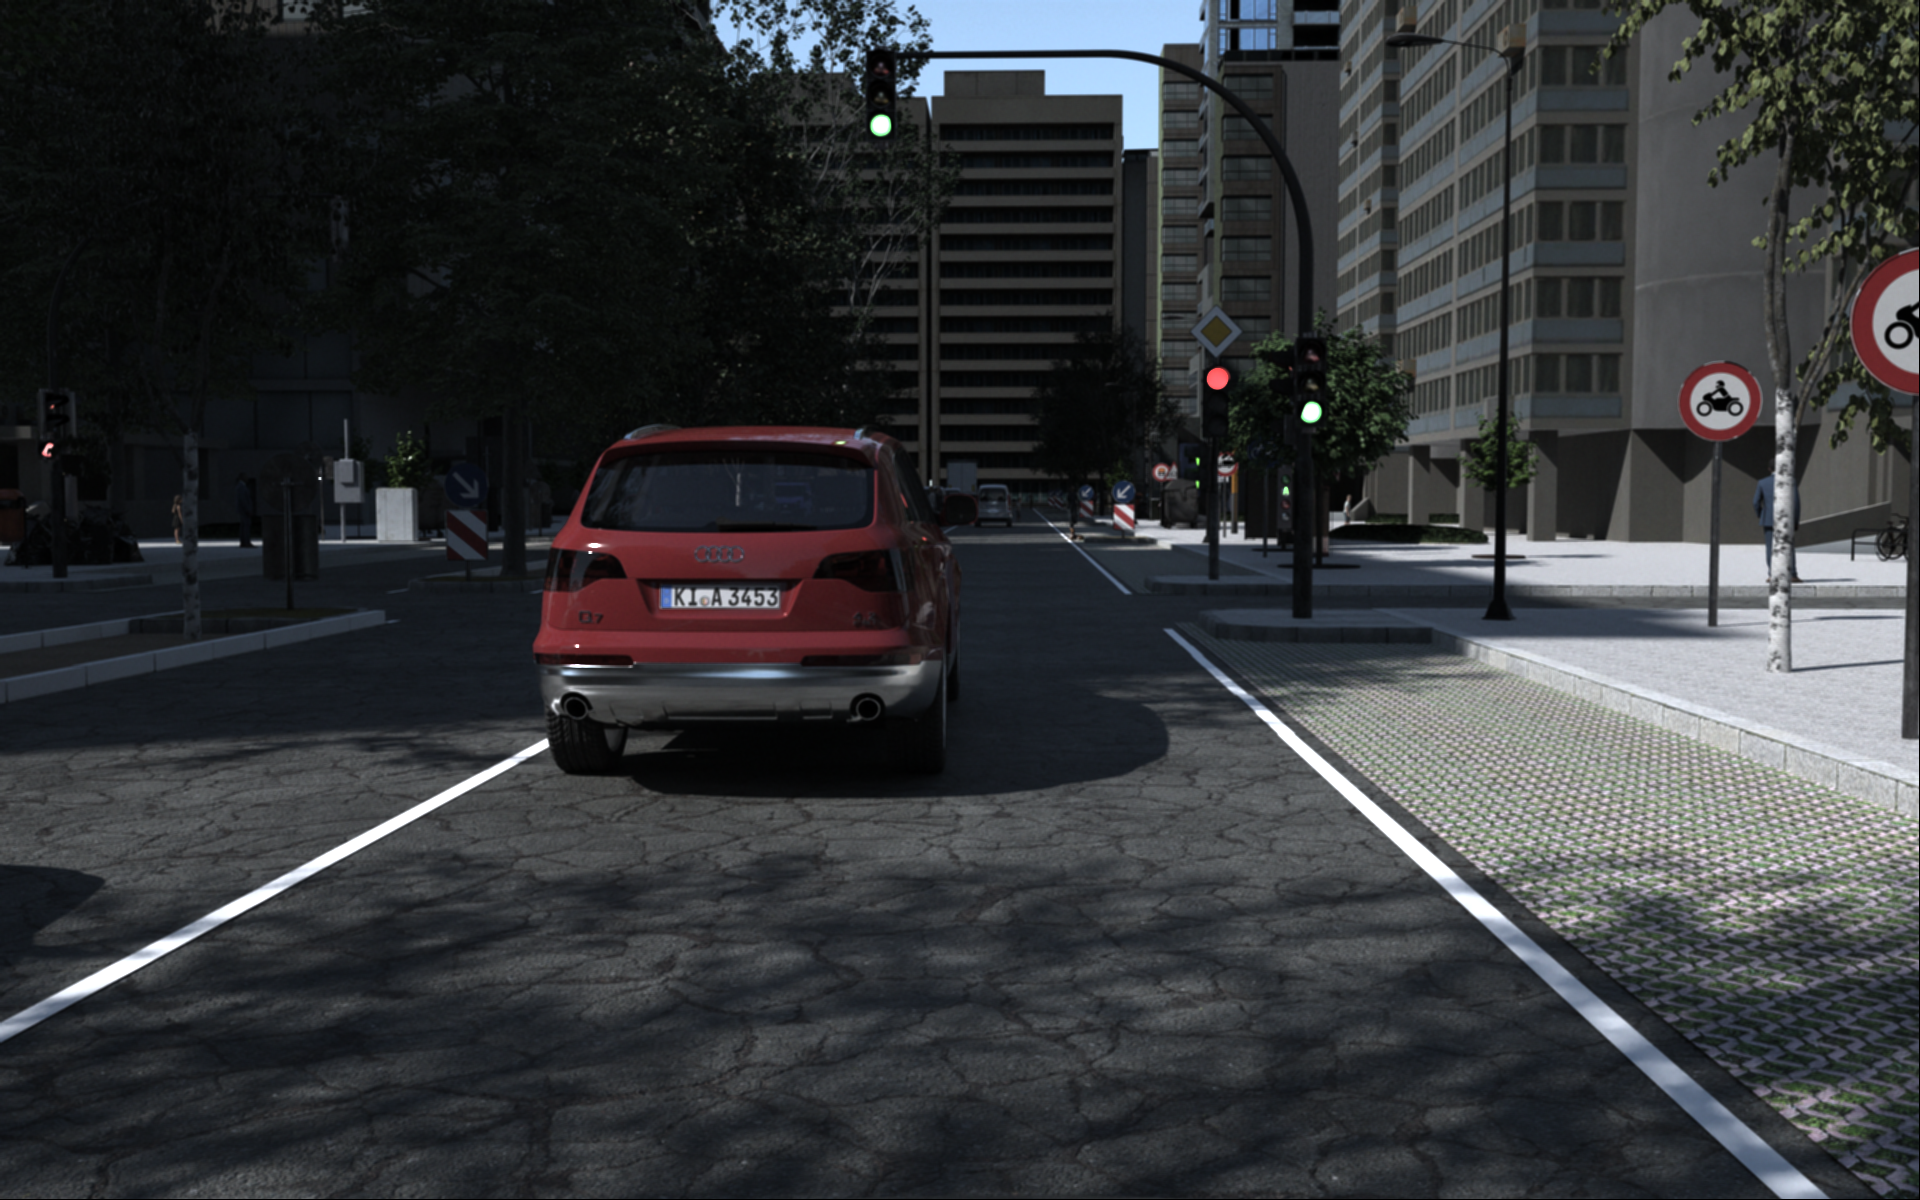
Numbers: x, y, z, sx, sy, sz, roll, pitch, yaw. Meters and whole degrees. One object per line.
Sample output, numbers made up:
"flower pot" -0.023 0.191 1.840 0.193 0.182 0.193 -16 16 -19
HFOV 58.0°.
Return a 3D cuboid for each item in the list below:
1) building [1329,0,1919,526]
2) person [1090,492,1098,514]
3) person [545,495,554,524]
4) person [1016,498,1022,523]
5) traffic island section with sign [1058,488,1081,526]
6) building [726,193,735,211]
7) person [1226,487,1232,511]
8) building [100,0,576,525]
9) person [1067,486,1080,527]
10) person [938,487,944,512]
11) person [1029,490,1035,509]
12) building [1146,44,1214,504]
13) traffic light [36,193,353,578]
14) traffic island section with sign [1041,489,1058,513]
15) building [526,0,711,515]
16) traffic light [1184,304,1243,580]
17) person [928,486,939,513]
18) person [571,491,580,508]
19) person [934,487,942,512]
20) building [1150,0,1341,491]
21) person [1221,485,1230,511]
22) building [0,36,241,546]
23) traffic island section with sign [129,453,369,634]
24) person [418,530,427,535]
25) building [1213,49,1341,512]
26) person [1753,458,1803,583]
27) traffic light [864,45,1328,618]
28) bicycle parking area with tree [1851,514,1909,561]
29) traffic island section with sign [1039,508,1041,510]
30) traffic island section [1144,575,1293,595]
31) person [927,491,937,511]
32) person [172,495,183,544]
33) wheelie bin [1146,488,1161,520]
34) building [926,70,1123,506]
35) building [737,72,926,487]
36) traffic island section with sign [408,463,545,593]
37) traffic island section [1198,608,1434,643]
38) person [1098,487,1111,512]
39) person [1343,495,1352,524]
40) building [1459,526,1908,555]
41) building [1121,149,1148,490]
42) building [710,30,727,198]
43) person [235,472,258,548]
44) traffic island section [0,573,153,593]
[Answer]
"building" 32.642 -24.209 87.703 32.217 40.220 23.993 0 4 2
"person" 8.531 -6.147 109.778 0.421 1.427 0.697 -1 4 -17
"person" -17.530 -3.887 73.873 0.475 1.303 0.640 1 4 10
"person" 2.941 -4.466 86.199 0.332 1.250 0.352 -2 4 -32
"traffic island section with sign" 5.530 -4.231 77.801 1.989 1.847 2.006 0 4 2
"building" -39.849 -35.839 205.568 30.456 49.044 23.786 0 4 2
"person" 16.282 -6.005 104.897 0.621 1.740 0.551 2 4 24
"building" -35.229 -30.151 82.208 28.713 52.752 27.495 0 4 2
"person" 4.917 -4.059 75.288 0.576 1.772 0.534 -1 4 -20
"person" -1.119 -5.176 93.231 0.767 1.812 0.694 3 5 45
"person" 6.794 -9.523 164.205 0.705 1.824 1.348 1 4 22
"building" 25.271 -29.203 161.070 14.154 41.232 14.086 0 4 2
"traffic light" -11.674 -3.162 26.370 4.771 5.953 1.251 0 4 2
"traffic island section with sign" 7.192 -7.321 128.319 1.989 1.847 2.006 0 4 2
"building" -31.784 -31.276 135.071 21.300 48.544 21.600 0 4 2
"traffic light" 3.785 -2.258 25.844 0.839 4.253 0.868 0 4 2
"person" -1.223 -4.062 75.260 0.624 1.780 0.694 2 4 34
"person" -21.805 -5.671 98.885 0.709 1.813 0.853 -3 4 -36
"person" -1.192 -4.642 84.811 0.534 1.772 0.576 1 4 18
"building" 27.683 -50.424 137.096 22.319 86.520 31.000 0 4 2
"person" 15.130 -5.659 98.910 0.623 1.781 0.721 2 4 27
"building" -39.429 -21.829 48.784 32.217 40.220 23.993 0 4 2
"traffic island section with sign" -7.448 -0.638 18.576 2.006 1.907 1.989 0 4 2
"person" -16.827 -2.920 54.046 0.793 1.790 0.793 -3 4 -37
"building" 23.855 -21.083 116.408 14.160 30.474 14.107 0 4 2
"person" 11.837 -1.149 25.016 0.721 1.800 0.419 1 4 18
"traffic light" 1.429 -2.637 17.791 4.771 5.953 1.251 0 4 2
"bicycle parking area with tree" 21.132 -2.689 30.969 8.231 4.147 9.016 0 4 4
"traffic island section with sign" 8.098 -8.997 155.735 1.989 1.847 2.006 0 4 2
"traffic island section" 3.825 -0.225 25.957 2.009 0.180 2.903 0 4 2
"person" -1.237 -4.095 76.207 0.466 1.731 0.760 0 4 5
"person" -20.150 -2.080 44.724 0.373 1.253 0.362 -2 4 -32
"wheelie bin" 9.742 -4.797 86.334 0.980 1.594 0.693 1 4 18
"building" 7.690 -35.376 202.094 21.600 48.544 21.300 0 4 2
"building" -13.886 -35.441 203.158 21.600 48.544 21.300 0 4 2
"traffic island section with sign" -7.195 -1.091 25.979 2.006 1.907 1.989 0 4 2
"traffic island section" 3.562 0.263 17.976 2.009 0.180 2.903 0 4 2
"person" 10.667 -7.407 127.152 1.348 1.824 0.705 -1 4 -23
"person" 13.902 -3.138 62.041 0.332 1.250 0.352 -2 4 -28
"building" 26.875 -21.962 50.967 23.993 40.220 32.217 0 4 2
"building" 25.424 -31.506 198.718 14.086 41.232 14.154 0 4 2
"building" -34.337 -30.788 158.009 28.867 44.769 22.147 0 4 2
"person" -17.155 -2.159 41.518 0.419 1.800 0.721 -3 4 -36
"traffic island section" -13.807 -0.260 26.539 2.009 0.180 2.903 0 4 2
